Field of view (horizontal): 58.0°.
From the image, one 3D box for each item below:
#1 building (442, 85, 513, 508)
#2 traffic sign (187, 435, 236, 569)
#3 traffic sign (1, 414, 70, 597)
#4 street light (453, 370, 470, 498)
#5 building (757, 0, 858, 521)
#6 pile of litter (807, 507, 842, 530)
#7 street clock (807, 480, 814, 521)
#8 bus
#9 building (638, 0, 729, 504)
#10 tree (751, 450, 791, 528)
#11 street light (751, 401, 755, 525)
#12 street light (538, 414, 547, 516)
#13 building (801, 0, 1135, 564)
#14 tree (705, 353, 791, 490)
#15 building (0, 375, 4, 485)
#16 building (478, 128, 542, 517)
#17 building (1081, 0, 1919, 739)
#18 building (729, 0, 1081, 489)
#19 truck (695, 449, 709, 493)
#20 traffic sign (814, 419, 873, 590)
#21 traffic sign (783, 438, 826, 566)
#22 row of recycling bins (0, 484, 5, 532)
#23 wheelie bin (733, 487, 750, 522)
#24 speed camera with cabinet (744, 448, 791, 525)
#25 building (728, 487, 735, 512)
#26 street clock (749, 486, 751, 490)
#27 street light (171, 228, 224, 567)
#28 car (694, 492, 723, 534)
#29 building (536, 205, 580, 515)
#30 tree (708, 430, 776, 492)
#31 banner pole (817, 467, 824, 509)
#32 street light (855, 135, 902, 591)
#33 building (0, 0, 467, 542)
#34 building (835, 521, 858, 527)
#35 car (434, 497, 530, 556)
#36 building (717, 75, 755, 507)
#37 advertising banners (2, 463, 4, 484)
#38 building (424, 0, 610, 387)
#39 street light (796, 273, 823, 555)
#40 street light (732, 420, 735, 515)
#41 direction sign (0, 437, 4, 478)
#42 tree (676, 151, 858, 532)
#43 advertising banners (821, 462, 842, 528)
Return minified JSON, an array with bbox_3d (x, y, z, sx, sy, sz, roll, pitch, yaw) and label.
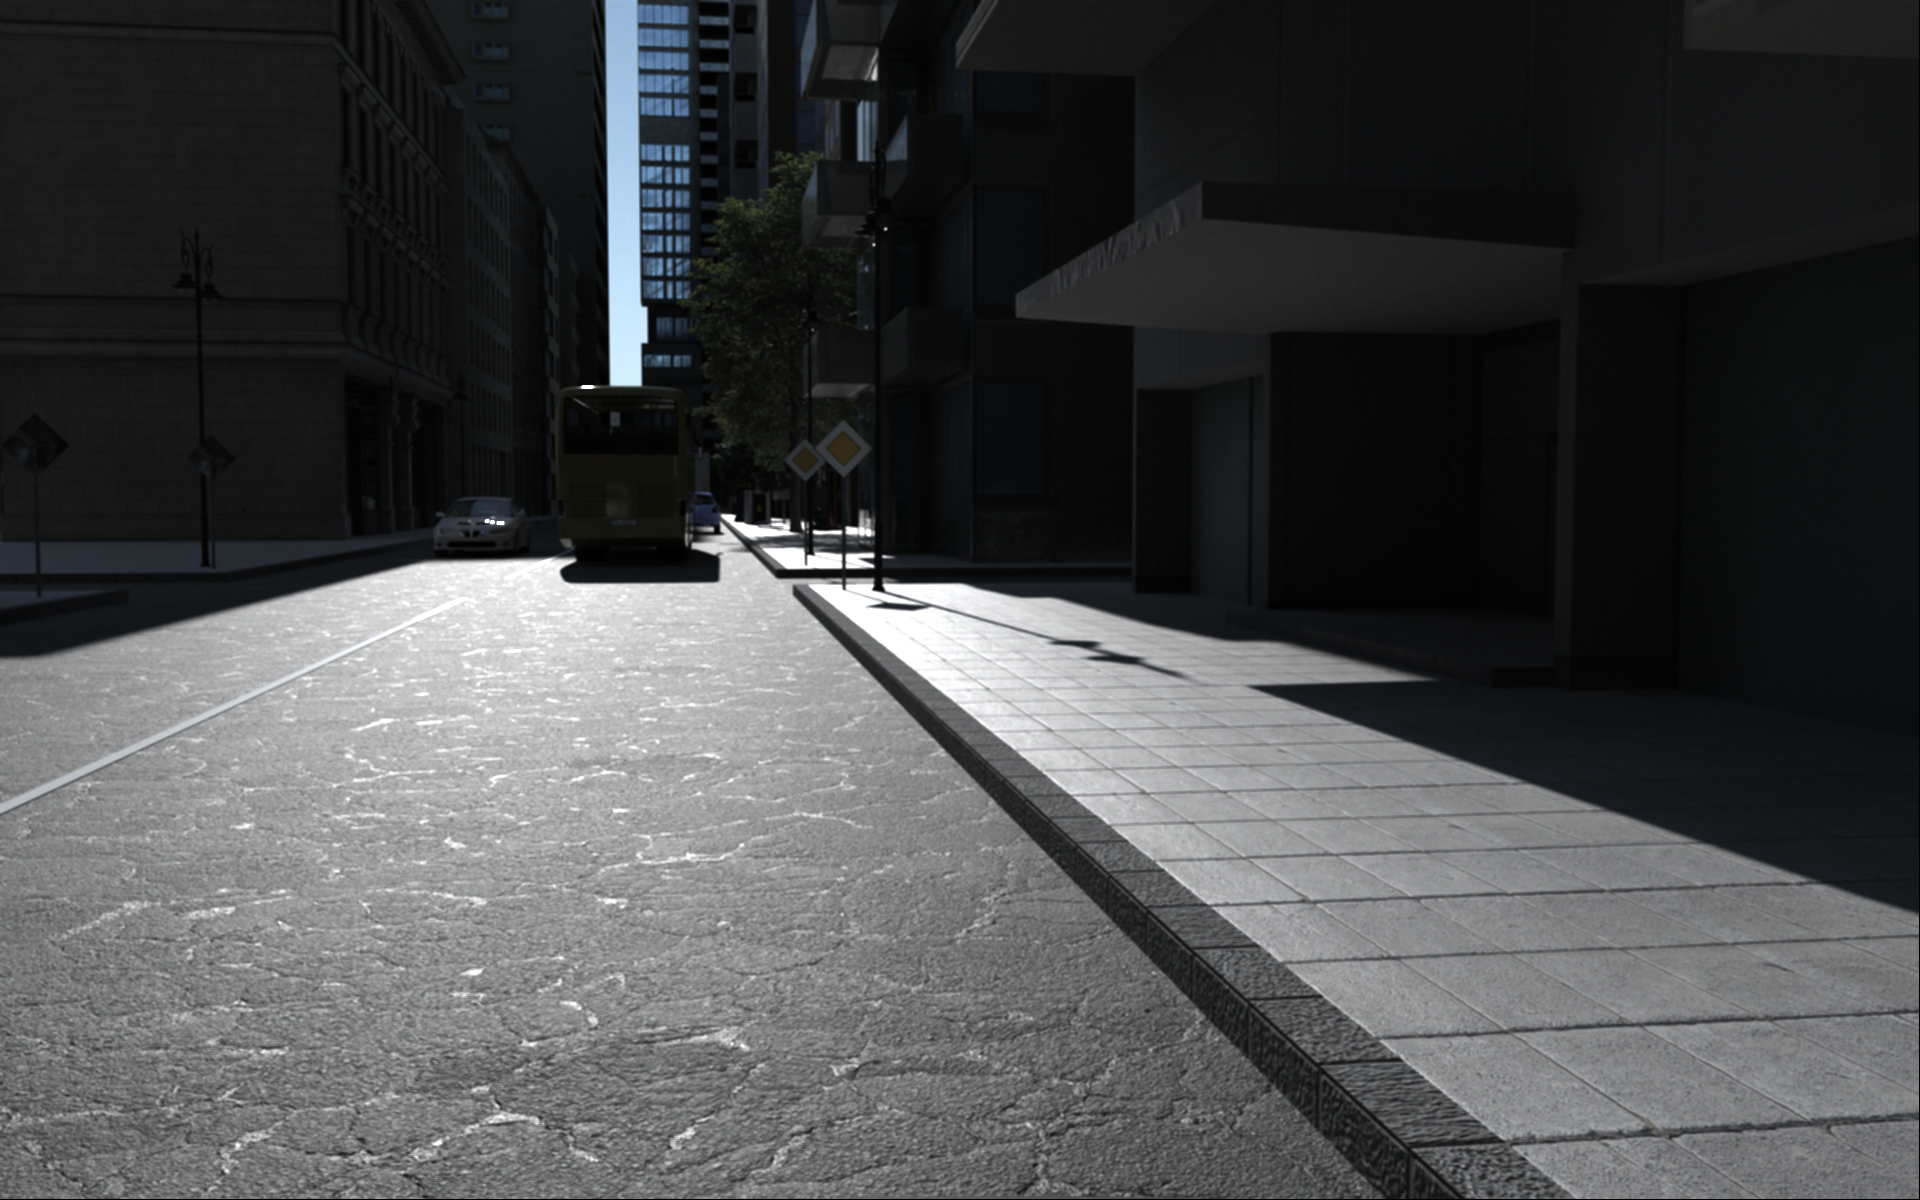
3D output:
[{"bbox_3d":[-26.001,-13.547,76.249,10.420,20.320,16.860,-1,4,-9],"label":"building"},{"bbox_3d":[-12.749,-1.584,29.537,0.795,2.450,0.064,-1,4,-9],"label":"traffic sign"},{"bbox_3d":[-11.538,-1.101,21.644,0.795,2.450,0.064,-1,4,-9],"label":"traffic sign"},{"bbox_3d":[-18.531,-5.611,64.520,0.468,5.910,1.993,-1,4,-9],"label":"street light"},{"bbox_3d":[-4.359,-27.459,99.067,14.600,45.320,14.200,-1,4,-9],"label":"building"},{"bbox_3d":[-4.855,-2.913,61.585,1.176,0.858,1.719,-2,4,-33],"label":"pile of litter"},{"bbox_3d":[-7.275,-4.829,83.524,0.471,2.002,0.358,-2,4,-24],"label":"street clock"},{"bbox_3d":[-7.474,-2.967,40.054,2.896,3.916,12.252,0,4,-8],"label":"bus"},{"bbox_3d":[-24.733,-54.160,198.190,31.000,86.520,22.319,-1,4,-9],"label":"building"},{"bbox_3d":[-7.254,-4.330,65.397,1.663,3.219,1.824,0,3,0],"label":"tree"},{"bbox_3d":[-8.463,-5.997,70.842,0.468,5.910,1.993,-1,4,-9],"label":"street light"},{"bbox_3d":[-23.989,-7.760,99.667,0.468,5.910,1.993,-1,4,-9],"label":"street light"},{"bbox_3d":[11.372,-25.824,41.827,30.456,49.044,23.786,-1,4,-9],"label":"building"},{"bbox_3d":[-10.709,-8.498,89.312,4.360,8.622,3.978,0,3,0],"label":"tree"},{"bbox_3d":[-84.994,-29.421,164.634,14.086,41.232,14.154,-1,4,-9],"label":"building"},{"bbox_3d":[-28.311,-14.952,93.610,9.793,20.994,18.267,-1,4,-9],"label":"building"},{"bbox_3d":[15.045,-25.770,10.576,28.713,52.752,27.495,-1,4,-9],"label":"building"},{"bbox_3d":[-6.604,-34.526,153.746,28.713,52.752,27.495,-1,4,-9],"label":"building"},{"bbox_3d":[-17.707,-7.543,112.248,2.839,4.237,11.283,-1,4,-11],"label":"truck"},{"bbox_3d":[-1.557,-1.193,23.150,0.795,2.450,0.064,-1,4,-9],"label":"traffic sign"},{"bbox_3d":[-2.768,-1.676,31.043,0.795,2.450,0.064,-1,4,-9],"label":"traffic sign"},{"bbox_3d":[-32.435,-3.197,59.385,1.069,1.692,3.534,-2,4,-33],"label":"row of recycling bins"},{"bbox_3d":[-9.963,-4.402,79.874,0.980,1.594,0.693,-2,4,-35],"label":"wheelie bin"},{"bbox_3d":[-8.149,-4.847,73.584,2.038,3.252,0.660,-2,4,-33],"label":"speed camera with cabinet"},{"bbox_3d":[-1.015,-26.727,128.875,32.217,40.220,23.993,-1,4,-9],"label":"building"},{"bbox_3d":[-11.323,-5.378,92.508,0.358,2.002,0.471,-2,4,-28],"label":"street clock"},{"bbox_3d":[-13.311,-3.522,30.376,0.468,5.910,1.993,-1,4,-9],"label":"street light"},{"bbox_3d":[-9.724,-3.330,64.041,1.945,1.707,3.694,-1,4,-9],"label":"car"},{"bbox_3d":[-40.538,-16.574,116.020,27.650,21.520,28.899,-1,4,-9],"label":"building"},{"bbox_3d":[-10.591,-6.162,84.464,4.285,4.588,4.351,0,3,0],"label":"tree"},{"bbox_3d":[-6.802,-5.795,84.762,0.401,3.779,0.863,2,4,27],"label":"banner pole"},{"bbox_3d":[-1.084,-3.060,22.818,0.468,5.910,1.993,-1,4,-9],"label":"street light"},{"bbox_3d":[-21.583,-12.049,47.907,10.553,20.767,40.483,-1,4,-9],"label":"building"},{"bbox_3d":[1.181,-25.917,73.851,14.600,45.320,14.200,-1,4,-9],"label":"building"},{"bbox_3d":[-11.367,-1.774,41.368,2.083,1.381,4.827,-1,4,-9],"label":"car"},{"bbox_3d":[-17.118,-29.963,173.483,14.154,41.232,14.086,-1,4,-9],"label":"building"},{"bbox_3d":[-53.532,-6.151,96.759,0.090,3.025,2.074,-1,4,-23],"label":"advertising banners"},{"bbox_3d":[-39.978,-31.625,140.777,21.300,48.544,21.600,-1,4,-9],"label":"building"},{"bbox_3d":[-3.146,-3.886,36.323,0.468,5.910,1.993,-1,4,-9],"label":"street light"},{"bbox_3d":[-13.744,-8.086,104.997,0.468,5.910,1.993,-1,4,-9],"label":"street light"},{"bbox_3d":[-35.846,-4.464,64.980,0.876,3.537,0.379,-2,4,-26],"label":"direction sign"},{"bbox_3d":[-5.489,-8.516,57.372,7.486,12.596,7.792,0,3,0],"label":"tree"},{"bbox_3d":[-4.778,-4.190,64.692,0.090,3.025,2.074,-2,4,-27],"label":"advertising banners"}]
